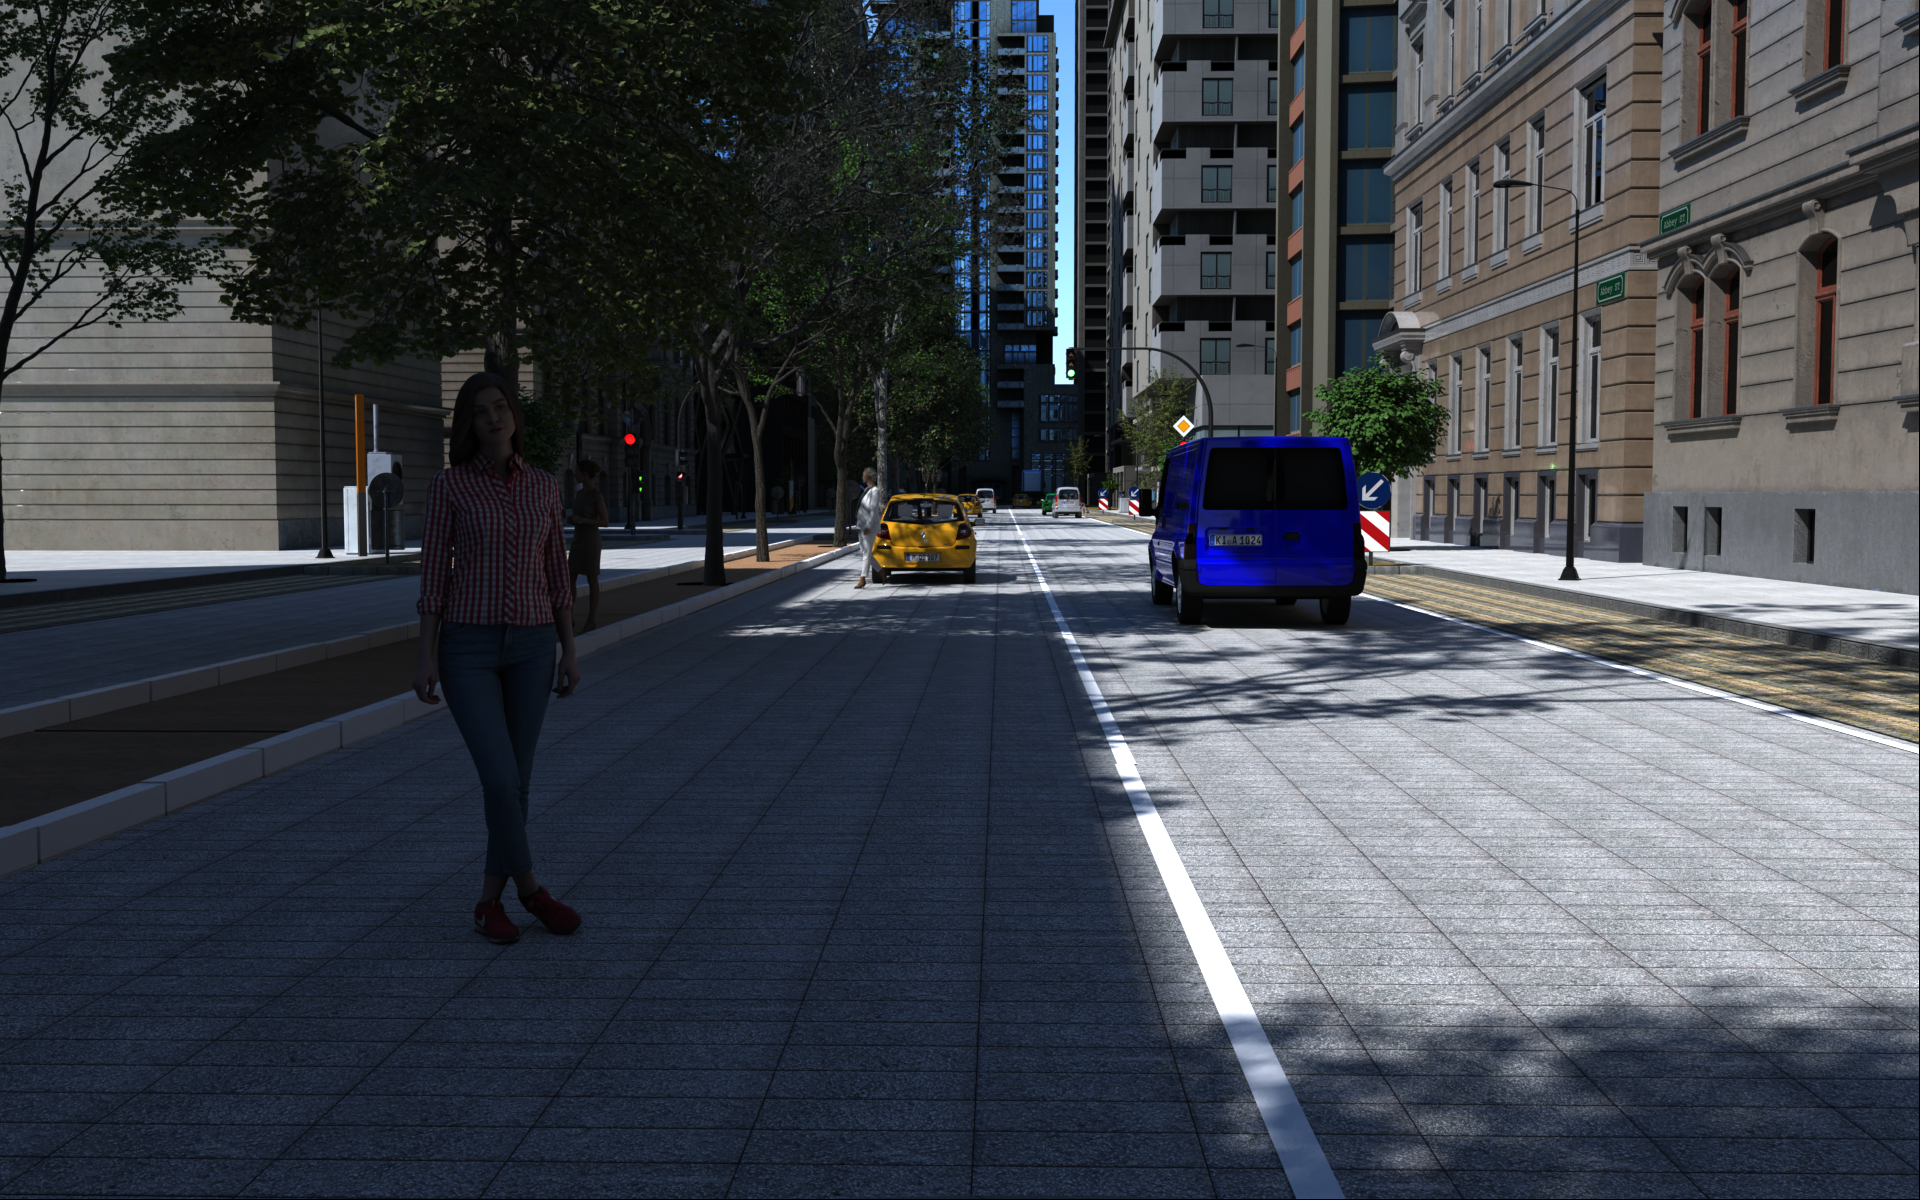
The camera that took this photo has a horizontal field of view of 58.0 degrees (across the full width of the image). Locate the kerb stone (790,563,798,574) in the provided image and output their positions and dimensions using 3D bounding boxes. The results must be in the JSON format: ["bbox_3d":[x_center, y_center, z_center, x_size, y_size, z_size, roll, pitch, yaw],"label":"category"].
[{"bbox_3d":[-3.045,-0.525,30.781,0.120,0.150,1.000,0,4,1],"label":"kerb stone"}]

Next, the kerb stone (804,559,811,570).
[{"bbox_3d":[-2.989,-0.650,32.828,0.120,0.150,1.000,0,4,1],"label":"kerb stone"}]

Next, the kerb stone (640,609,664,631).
[{"bbox_3d":[-3.342,0.227,18.483,0.120,0.150,1.000,0,4,1],"label":"kerb stone"}]

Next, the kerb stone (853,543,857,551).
[{"bbox_3d":[-2.739,-1.275,43.072,0.120,0.150,1.000,0,4,1],"label":"kerb stone"}]

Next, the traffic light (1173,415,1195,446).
[{"bbox_3d":[7.931,-4.451,61.689,0.839,4.253,0.868,0,4,1],"label":"traffic light"}]

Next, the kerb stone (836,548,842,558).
[{"bbox_3d":[-2.828,-1.026,38.966,0.120,0.150,1.000,0,4,1],"label":"kerb stone"}]

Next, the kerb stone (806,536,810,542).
[{"bbox_3d":[-4.640,-1.781,51.321,0.120,0.150,1.000,0,4,1],"label":"kerb stone"}]

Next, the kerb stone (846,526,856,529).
[{"bbox_3d":[-4.246,-2.756,67.263,0.120,0.150,1.000,0,4,1],"label":"kerb stone"}]

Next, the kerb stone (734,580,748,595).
[{"bbox_3d":[-3.191,-0.149,24.626,0.120,0.150,1.000,0,4,1],"label":"kerb stone"}]

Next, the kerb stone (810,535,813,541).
[{"bbox_3d":[-4.619,-1.844,52.343,0.120,0.150,1.000,0,4,1],"label":"kerb stone"}]

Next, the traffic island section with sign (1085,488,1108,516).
[{"bbox_3d":[9.252,-6.423,113.649,1.989,1.847,2.006,0,4,1],"label":"traffic island section with sign"}]

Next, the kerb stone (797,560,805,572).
[{"bbox_3d":[-3.008,-0.586,31.806,0.120,0.150,1.000,0,4,1],"label":"kerb stone"}]

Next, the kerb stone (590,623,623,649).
[{"bbox_3d":[-3.387,0.353,16.420,0.120,0.150,1.000,0,4,1],"label":"kerb stone"}]

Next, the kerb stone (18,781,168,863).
[{"bbox_3d":[-3.613,0.922,7.215,0.120,0.150,1.000,0,4,1],"label":"kerb stone"}]

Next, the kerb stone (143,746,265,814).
[{"bbox_3d":[-3.591,0.855,8.236,0.120,0.150,1.000,0,4,1],"label":"kerb stone"}]

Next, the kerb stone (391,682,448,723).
[{"bbox_3d":[-3.515,0.666,11.304,0.120,0.150,1.000,0,4,1],"label":"kerb stone"}]

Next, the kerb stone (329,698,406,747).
[{"bbox_3d":[-3.536,0.729,10.283,0.120,0.150,1.000,0,4,1],"label":"kerb stone"}]

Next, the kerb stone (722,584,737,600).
[{"bbox_3d":[-3.215,-0.086,23.599,0.120,0.150,1.000,0,4,1],"label":"kerb stone"}]

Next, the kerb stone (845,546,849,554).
[{"bbox_3d":[-2.789,-1.148,41.015,0.120,0.150,1.000,0,4,1],"label":"kerb stone"}]

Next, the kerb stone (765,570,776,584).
[{"bbox_3d":[-3.116,-0.337,27.702,0.120,0.150,1.000,0,4,1],"label":"kerb stone"}]

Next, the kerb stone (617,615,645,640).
[{"bbox_3d":[-3.364,0.290,17.457,0.120,0.150,1.000,0,4,1],"label":"kerb stone"}]

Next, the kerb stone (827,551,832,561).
[{"bbox_3d":[-2.891,-0.900,36.918,0.120,0.150,1.000,0,4,1],"label":"kerb stone"}]

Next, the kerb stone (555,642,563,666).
[{"bbox_3d":[-3.439,0.478,14.377,0.120,0.150,1.000,0,4,1],"label":"kerb stone"}]

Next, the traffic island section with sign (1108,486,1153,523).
[{"bbox_3d":[8.585,-4.775,86.692,1.989,1.847,2.006,0,4,1],"label":"traffic island section with sign"}]

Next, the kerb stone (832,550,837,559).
[{"bbox_3d":[-2.864,-0.963,37.939,0.120,0.150,1.000,0,4,1],"label":"kerb stone"}]

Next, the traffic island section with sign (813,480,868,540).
[{"bbox_3d":[-3.506,-2.825,54.333,2.006,1.907,1.989,0,4,1],"label":"traffic island section with sign"}]

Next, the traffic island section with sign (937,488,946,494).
[{"bbox_3d":[-1.487,-7.873,136.854,2.006,1.907,1.989,0,4,1],"label":"traffic island section with sign"}]

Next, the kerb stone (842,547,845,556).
[{"bbox_3d":[-2.809,-1.088,39.987,0.120,0.150,1.000,0,4,1],"label":"kerb stone"}]

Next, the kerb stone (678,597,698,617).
[{"bbox_3d":[-3.286,0.104,20.532,0.120,0.150,1.000,0,4,1],"label":"kerb stone"}]

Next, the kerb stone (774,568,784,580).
[{"bbox_3d":[-3.092,-0.400,28.728,0.120,0.150,1.000,0,4,1],"label":"kerb stone"}]

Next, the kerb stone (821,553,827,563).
[{"bbox_3d":[-2.917,-0.838,35.896,0.120,0.150,1.000,0,4,1],"label":"kerb stone"}]

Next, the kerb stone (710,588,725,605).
[{"bbox_3d":[-3.241,-0.019,22.577,0.120,0.150,1.000,0,4,1],"label":"kerb stone"}]

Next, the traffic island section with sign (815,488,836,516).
[{"bbox_3d":[-8.470,-6.462,114.278,1.989,1.847,2.006,0,4,1],"label":"traffic island section with sign"}]

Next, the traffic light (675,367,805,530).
[{"bbox_3d":[-7.932,-5.347,62.095,4.771,5.953,1.251,0,4,1],"label":"traffic light"}]

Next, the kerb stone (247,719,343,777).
[{"bbox_3d":[-3.564,0.791,9.258,0.120,0.150,1.000,0,4,1],"label":"kerb stone"}]

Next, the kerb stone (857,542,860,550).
[{"bbox_3d":[-2.715,-1.338,44.094,0.120,0.150,1.000,0,4,1],"label":"kerb stone"}]

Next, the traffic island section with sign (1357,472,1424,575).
[{"bbox_3d":[7.234,-1.401,31.533,1.989,1.847,2.006,0,4,1],"label":"traffic island section with sign"}]

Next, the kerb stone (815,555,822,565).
[{"bbox_3d":[-2.936,-0.775,34.874,0.120,0.150,1.000,0,4,1],"label":"kerb stone"}]

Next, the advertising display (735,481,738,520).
[{"bbox_3d":[-11.304,-5.046,87.719,0.123,1.923,0.974,0,4,-6],"label":"advertising display"}]

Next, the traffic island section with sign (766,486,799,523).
[{"bbox_3d":[-9.139,-4.783,86.835,1.989,1.847,2.006,0,4,1],"label":"traffic island section with sign"}]

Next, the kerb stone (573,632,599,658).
[{"bbox_3d":[-3.407,0.421,15.398,0.120,0.150,1.000,0,4,1],"label":"kerb stone"}]

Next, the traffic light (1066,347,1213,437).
[{"bbox_3d":[5.642,-4.829,53.616,4.771,5.953,1.251,0,4,1],"label":"traffic light"}]

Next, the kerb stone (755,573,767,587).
[{"bbox_3d":[-3.143,-0.273,26.681,0.120,0.150,1.000,0,4,1],"label":"kerb stone"}]

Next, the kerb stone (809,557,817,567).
[{"bbox_3d":[-2.961,-0.711,33.853,0.120,0.150,1.000,0,4,1],"label":"kerb stone"}]

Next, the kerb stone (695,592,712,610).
[{"bbox_3d":[-3.266,0.039,21.554,0.120,0.150,1.000,0,4,1],"label":"kerb stone"}]

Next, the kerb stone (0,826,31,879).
[{"bbox_3d":[-3.637,0.979,6.193,0.120,0.150,1.000,0,4,1],"label":"kerb stone"}]

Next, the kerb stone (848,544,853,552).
[{"bbox_3d":[-2.771,-1.214,42.045,0.120,0.150,1.000,0,4,1],"label":"kerb stone"}]

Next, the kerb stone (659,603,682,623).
[{"bbox_3d":[-3.315,0.164,19.511,0.120,0.150,1.000,0,4,1],"label":"kerb stone"}]

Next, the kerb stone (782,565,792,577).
[{"bbox_3d":[-3.058,-0.462,29.753,0.120,0.150,1.000,0,4,1],"label":"kerb stone"}]

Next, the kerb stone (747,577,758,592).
[{"bbox_3d":[-3.163,-0.207,25.648,0.120,0.150,1.000,0,4,1],"label":"kerb stone"}]

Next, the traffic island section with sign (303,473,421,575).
[{"bbox_3d":[-10.498,-1.384,31.261,1.989,1.847,2.006,0,4,1],"label":"traffic island section with sign"}]

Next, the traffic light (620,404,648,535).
[{"bbox_3d":[-10.220,-3.988,54.128,0.839,4.253,0.868,0,4,1],"label":"traffic light"}]
